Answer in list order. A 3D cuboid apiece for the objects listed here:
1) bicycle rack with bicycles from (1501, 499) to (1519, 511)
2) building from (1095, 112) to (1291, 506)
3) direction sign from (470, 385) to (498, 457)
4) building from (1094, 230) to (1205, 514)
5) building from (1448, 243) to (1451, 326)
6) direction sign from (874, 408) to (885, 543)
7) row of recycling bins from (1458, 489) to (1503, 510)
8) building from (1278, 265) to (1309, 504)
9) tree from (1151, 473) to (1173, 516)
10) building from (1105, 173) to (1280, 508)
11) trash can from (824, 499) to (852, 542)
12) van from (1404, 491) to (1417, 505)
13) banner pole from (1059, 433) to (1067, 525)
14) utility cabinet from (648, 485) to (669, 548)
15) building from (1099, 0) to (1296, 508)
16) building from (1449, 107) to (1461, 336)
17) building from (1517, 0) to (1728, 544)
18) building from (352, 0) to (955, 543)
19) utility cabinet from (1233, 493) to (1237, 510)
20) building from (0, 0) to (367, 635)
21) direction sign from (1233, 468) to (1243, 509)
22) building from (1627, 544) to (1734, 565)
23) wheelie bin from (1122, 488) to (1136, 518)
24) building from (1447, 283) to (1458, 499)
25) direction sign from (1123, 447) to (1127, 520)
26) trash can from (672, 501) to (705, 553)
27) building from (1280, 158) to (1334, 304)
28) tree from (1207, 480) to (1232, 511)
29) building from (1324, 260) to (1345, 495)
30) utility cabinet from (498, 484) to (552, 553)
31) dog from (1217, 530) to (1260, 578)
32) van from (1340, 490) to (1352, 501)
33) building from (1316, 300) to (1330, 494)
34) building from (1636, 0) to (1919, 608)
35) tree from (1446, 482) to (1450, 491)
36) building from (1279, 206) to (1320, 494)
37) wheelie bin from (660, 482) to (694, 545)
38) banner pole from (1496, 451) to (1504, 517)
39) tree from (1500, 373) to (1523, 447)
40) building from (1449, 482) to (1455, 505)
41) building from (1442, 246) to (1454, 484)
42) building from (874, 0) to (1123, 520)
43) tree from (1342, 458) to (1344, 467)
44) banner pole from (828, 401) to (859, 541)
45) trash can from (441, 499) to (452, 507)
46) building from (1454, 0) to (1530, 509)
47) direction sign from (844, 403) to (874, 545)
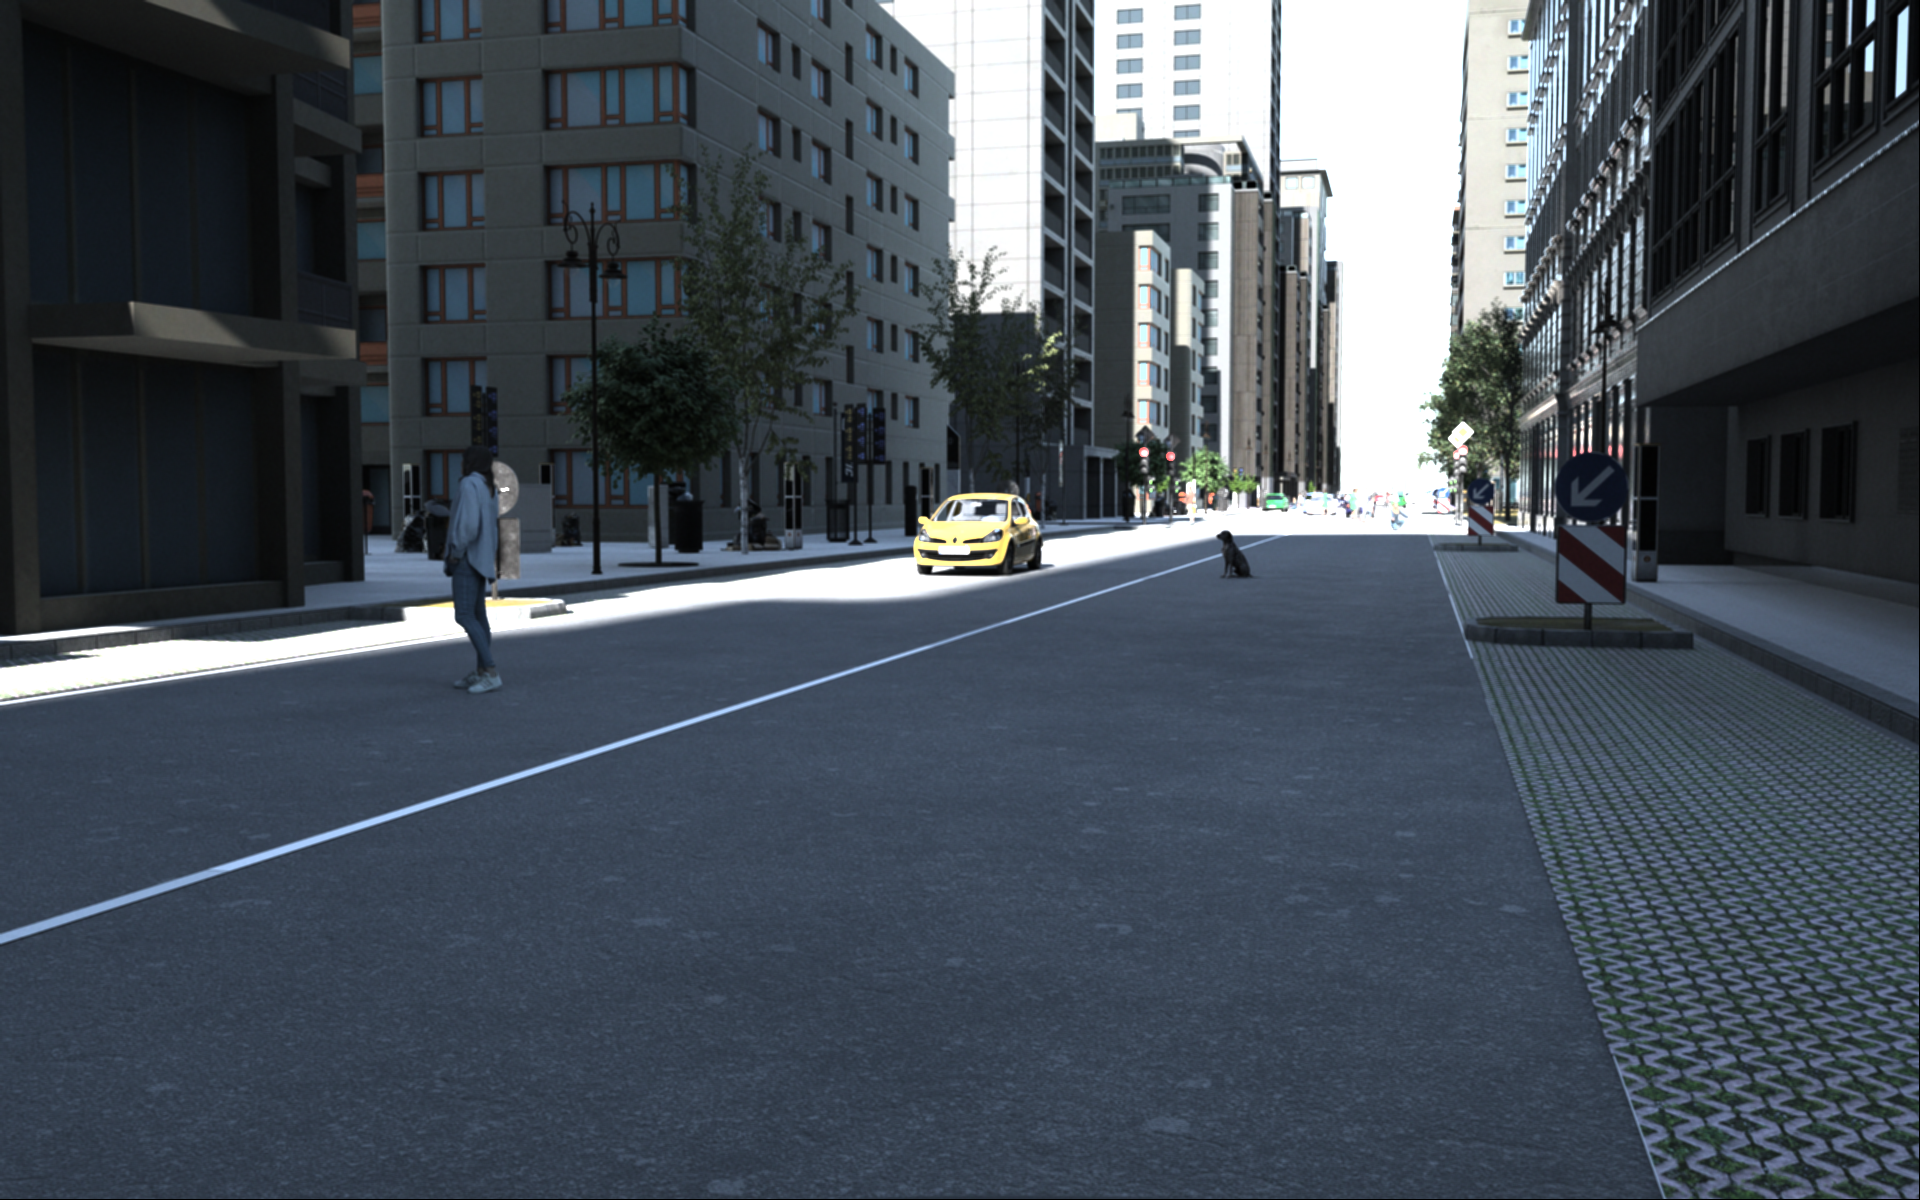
[{"bbox_3d":[41.359,-7.047,128.600,2.852,0.926,2.925,-3,5,-42],"label":"bicycle rack with bicycles"},{"bbox_3d":[17.991,-29.905,180.831,32.217,40.220,23.993,1,4,15],"label":"building"},{"bbox_3d":[-10.004,-2.721,36.491,0.379,3.537,0.876,1,4,20],"label":"direction sign"},{"bbox_3d":[2.886,-17.494,131.059,27.650,21.520,28.899,1,4,15],"label":"building"},{"bbox_3d":[83.233,-36.673,254.225,22.147,44.769,28.867,1,4,15],"label":"building"},{"bbox_3d":[-2.368,-3.278,45.589,0.876,3.537,0.379,-2,4,-27],"label":"direction sign"},{"bbox_3d":[41.067,-7.926,136.695,3.534,1.692,1.069,2,4,26],"label":"row of recycling bins"},{"bbox_3d":[36.074,-27.255,217.326,14.160,30.474,14.107,1,4,15],"label":"building"},{"bbox_3d":[11.463,-6.448,100.028,1.663,3.219,1.824,0,3,0],"label":"tree"},{"bbox_3d":[21.492,-23.761,160.186,14.160,30.474,14.107,1,4,15],"label":"building"},{"bbox_3d":[-3.260,-2.119,46.297,0.748,1.137,0.748,0,3,0],"label":"trash can"},{"bbox_3d":[60.851,-13.927,234.713,2.013,2.044,4.112,1,4,13],"label":"van"},{"bbox_3d":[4.186,-4.949,70.925,0.401,3.779,0.863,1,4,23],"label":"banner pole"},{"bbox_3d":[-7.210,-1.996,41.314,0.318,1.500,1.173,-1,4,-20],"label":"utility cabinet"},{"bbox_3d":[28.536,-46.599,200.142,20.563,71.187,20.611,1,4,15],"label":"building"},{"bbox_3d":[63.022,-32.129,179.930,22.147,44.769,28.867,1,4,15],"label":"building"},{"bbox_3d":[23.659,-12.652,56.014,9.793,20.994,18.267,1,4,15],"label":"building"},{"bbox_3d":[-17.690,-13.264,61.904,28.899,21.520,27.650,1,4,15],"label":"building"},{"bbox_3d":[22.226,-8.031,139.989,0.318,1.500,1.173,1,4,9],"label":"utility cabinet"},{"bbox_3d":[-18.902,-21.909,12.835,22.147,44.769,28.867,1,4,15],"label":"building"},{"bbox_3d":[23.932,-9.617,149.229,0.876,3.537,0.379,2,4,27],"label":"direction sign"},{"bbox_3d":[19.243,-11.570,38.321,9.793,20.994,18.267,1,4,15],"label":"building"},{"bbox_3d":[9.180,-5.289,94.378,0.693,1.594,0.980,-1,4,-12],"label":"wheelie bin"},{"bbox_3d":[73.569,-28.332,234.933,14.160,30.474,14.107,1,4,15],"label":"building"},{"bbox_3d":[8.092,-5.643,84.263,0.379,3.537,0.876,0,4,1],"label":"direction sign"},{"bbox_3d":[-5.931,-1.602,37.849,0.748,1.137,0.748,0,3,0],"label":"trash can"},{"bbox_3d":[44.297,-42.062,276.949,28.713,52.752,27.495,1,4,15],"label":"building"},{"bbox_3d":[19.625,-8.535,134.147,1.663,3.219,1.824,0,3,0],"label":"tree"},{"bbox_3d":[57.995,-37.455,295.983,14.154,41.232,14.086,1,4,15],"label":"building"},{"bbox_3d":[-9.459,-1.761,37.464,1.173,1.500,0.318,-3,4,-37],"label":"utility cabinet"},{"bbox_3d":[4.831,-0.786,29.688,0.800,0.831,0.513,1,4,18],"label":"dog"},{"bbox_3d":[41.700,-10.988,186.668,2.013,2.044,4.112,1,4,15],"label":"van"},{"bbox_3d":[46.913,-29.584,255.397,14.160,30.474,14.107,1,4,15],"label":"building"},{"bbox_3d":[15.868,-13.674,17.073,14.314,27.812,24.014,1,4,15],"label":"building"},{"bbox_3d":[64.765,-14.296,228.347,1.663,3.219,1.824,0,3,0],"label":"tree"},{"bbox_3d":[42.266,-34.085,240.881,14.154,41.232,14.086,1,4,15],"label":"building"},{"bbox_3d":[-7.263,-2.213,44.096,0.980,1.594,0.693,-1,4,-18],"label":"wheelie bin"},{"bbox_3d":[30.527,-6.581,97.613,0.401,3.779,0.863,0,4,4],"label":"banner pole"},{"bbox_3d":[30.991,-8.708,92.744,4.360,8.622,3.978,0,3,0],"label":"tree"},{"bbox_3d":[75.048,-31.375,204.857,32.217,40.220,23.993,1,4,15],"label":"building"},{"bbox_3d":[91.654,-40.581,283.103,23.786,49.044,30.456,1,4,15],"label":"building"},{"bbox_3d":[-1.094,-40.277,96.788,20.563,71.187,20.611,1,4,15],"label":"building"},{"bbox_3d":[65.577,-21.724,305.542,4.360,8.622,3.978,0,3,0],"label":"tree"},{"bbox_3d":[-3.148,-3.476,46.853,0.863,3.779,0.401,1,4,10],"label":"banner pole"},{"bbox_3d":[-13.406,-2.071,45.520,0.748,1.137,0.748,0,3,0],"label":"trash can"},{"bbox_3d":[56.037,-32.509,155.217,21.300,48.544,21.600,1,4,15],"label":"building"},{"bbox_3d":[-2.631,-3.151,43.513,0.379,3.537,0.876,-3,5,-39],"label":"direction sign"}]
